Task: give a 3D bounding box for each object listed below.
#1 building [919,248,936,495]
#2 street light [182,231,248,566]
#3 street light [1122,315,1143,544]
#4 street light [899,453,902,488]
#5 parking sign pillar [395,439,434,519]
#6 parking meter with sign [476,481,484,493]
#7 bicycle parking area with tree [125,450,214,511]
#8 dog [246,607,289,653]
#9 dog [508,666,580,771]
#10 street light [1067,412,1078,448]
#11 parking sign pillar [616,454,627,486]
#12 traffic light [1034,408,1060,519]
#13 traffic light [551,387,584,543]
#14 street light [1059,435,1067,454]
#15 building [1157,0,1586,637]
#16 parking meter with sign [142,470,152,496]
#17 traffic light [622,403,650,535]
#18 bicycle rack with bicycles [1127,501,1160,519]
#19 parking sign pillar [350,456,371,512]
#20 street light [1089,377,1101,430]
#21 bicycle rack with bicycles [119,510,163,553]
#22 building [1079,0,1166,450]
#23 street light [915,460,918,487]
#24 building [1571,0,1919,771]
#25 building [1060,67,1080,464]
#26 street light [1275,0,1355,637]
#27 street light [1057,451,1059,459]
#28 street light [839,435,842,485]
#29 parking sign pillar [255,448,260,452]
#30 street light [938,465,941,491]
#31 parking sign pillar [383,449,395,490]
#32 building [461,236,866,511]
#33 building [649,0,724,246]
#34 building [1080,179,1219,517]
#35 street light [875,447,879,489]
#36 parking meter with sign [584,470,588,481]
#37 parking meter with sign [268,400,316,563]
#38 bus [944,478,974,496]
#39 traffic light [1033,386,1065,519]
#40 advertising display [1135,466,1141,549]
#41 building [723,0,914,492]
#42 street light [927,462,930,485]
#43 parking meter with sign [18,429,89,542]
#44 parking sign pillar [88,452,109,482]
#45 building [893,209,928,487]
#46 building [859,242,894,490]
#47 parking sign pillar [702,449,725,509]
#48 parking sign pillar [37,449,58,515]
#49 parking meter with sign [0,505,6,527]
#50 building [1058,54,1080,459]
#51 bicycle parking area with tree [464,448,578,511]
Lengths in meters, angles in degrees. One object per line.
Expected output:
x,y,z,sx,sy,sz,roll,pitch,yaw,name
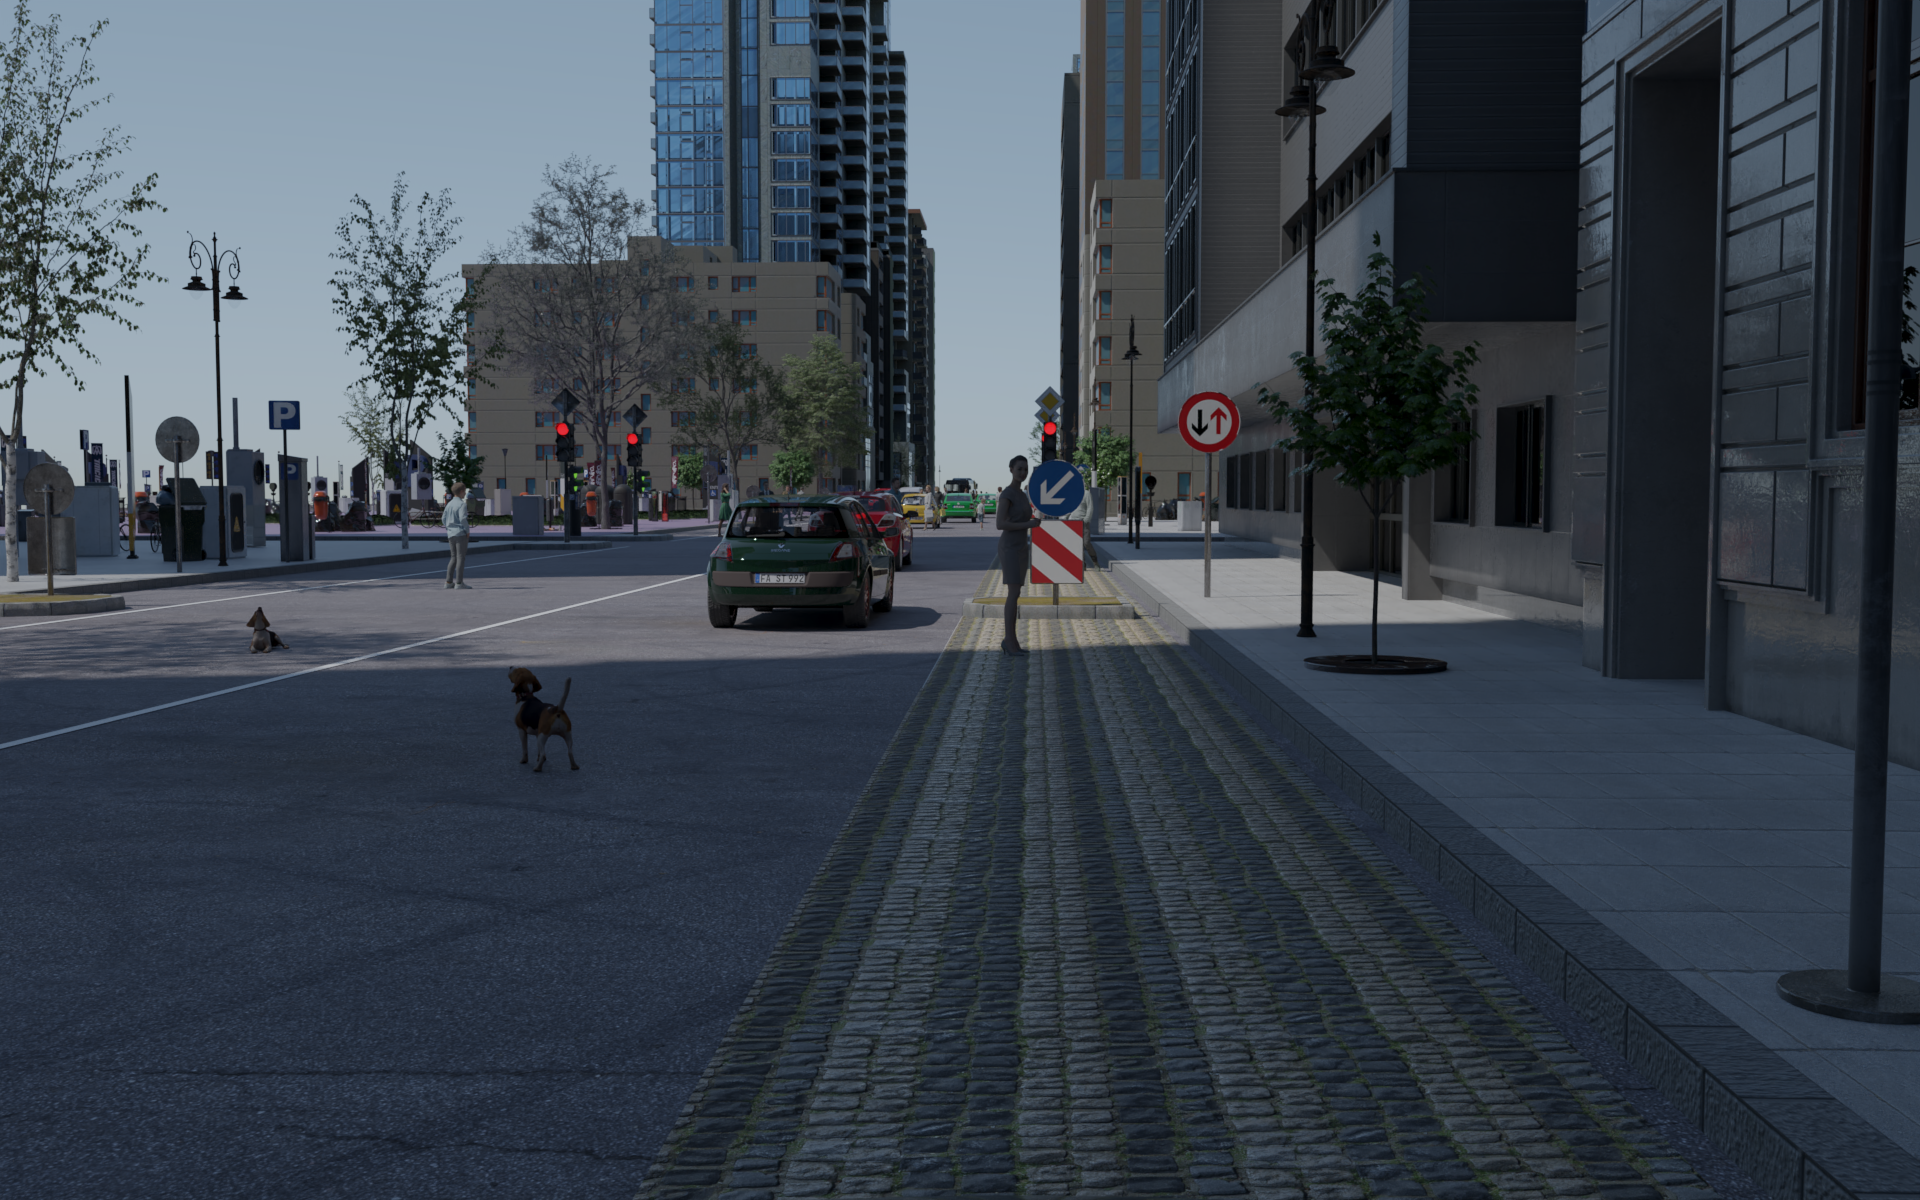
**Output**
-11.381,-36.475,279.959,14.154,41.232,14.086,0,4,2,building
-13.135,-3.542,30.694,0.468,5.910,1.993,0,4,2,street light
4.423,-4.401,44.739,0.468,5.910,1.993,0,4,2,street light
-6.542,-13.362,191.260,0.468,5.910,1.993,0,4,2,street light
-26.539,-5.911,85.110,1.447,3.967,1.447,1,4,23,parking sign pillar
-28.456,-6.482,102.247,0.543,3.016,1.738,-3,5,-41,parking meter with sign
-50.605,-7.847,115.304,9.016,4.147,8.231,-2,4,-30,bicycle parking area with tree
-6.332,0.260,15.948,0.550,0.427,0.748,2,4,29,dog
-2.203,0.623,9.098,0.540,0.507,0.406,1,4,13,dog
6.479,-7.668,98.165,0.468,5.910,1.993,0,4,2,street light
-22.786,-7.843,116.711,1.447,3.967,1.447,0,4,2,parking sign pillar
2.650,-3.929,53.166,0.839,4.253,0.868,0,4,2,traffic light
-10.375,-3.472,45.685,0.839,4.253,0.868,0,4,2,traffic light
7.730,-9.465,127.543,0.468,5.910,1.993,0,4,2,street light
11.480,-12.807,28.464,14.314,24.678,30.058,0,4,2,building
-59.426,-7.985,126.810,0.543,3.016,1.738,-1,4,-18,parking meter with sign
-10.051,-3.960,53.664,0.839,4.253,0.868,0,4,2,traffic light
9.124,-4.601,88.604,2.852,0.926,2.925,2,4,30,bicycle rack with bicycles
-42.444,-8.195,122.457,1.447,3.967,1.447,3,4,38,parking sign pillar
5.300,-5.837,68.223,0.468,5.910,1.993,0,4,2,street light
-18.047,-1.528,38.372,2.852,0.926,2.925,0,4,-3,bicycle rack with bicycles
17.400,-30.524,149.177,14.600,45.320,14.200,0,4,2,building
-5.514,-14.726,213.557,0.468,5.910,1.993,0,4,2,street light
9.193,-10.162,2.311,11.583,22.565,21.152,0,4,2,building
21.917,-34.720,191.371,21.300,48.544,21.600,0,4,2,building
3.116,-2.606,15.396,0.468,5.910,1.993,0,4,2,street light
8.429,-10.506,144.563,0.468,5.910,1.993,0,4,2,street light
-9.027,-9.686,131.156,0.468,5.910,1.993,0,4,2,street light
-41.602,-6.906,101.377,1.447,3.967,1.447,-1,4,-20,parking sign pillar
-3.189,-18.315,272.242,0.468,5.910,1.993,0,4,2,street light
-33.853,-7.049,103.718,1.447,3.967,1.447,2,4,33,parking sign pillar
-22.992,-18.298,144.205,27.650,21.520,28.899,0,4,2,building
-19.252,-52.583,172.401,22.319,86.520,31.000,0,4,2,building
21.853,-16.170,109.420,27.650,21.520,28.899,0,4,2,building
-7.732,-11.548,161.592,0.468,5.910,1.993,0,4,2,street light
-25.961,-7.800,123.789,1.738,3.016,0.543,-3,5,-43,parking meter with sign
-12.725,-2.255,33.130,0.543,3.016,1.738,-1,4,-10,parking meter with sign
-0.020,-12.057,191.984,2.948,3.499,13.247,0,4,3,bus
2.327,-3.441,45.188,0.839,4.253,0.868,0,4,2,traffic light
4.177,-2.171,40.709,0.123,1.923,0.974,0,4,4,advertising display
-16.853,-55.949,227.442,22.319,86.520,31.000,0,4,2,building
-4.434,-16.521,242.903,0.468,5.910,1.993,0,4,2,street light
-24.490,-3.088,46.750,1.738,3.016,0.543,-1,4,-11,parking meter with sign
-52.897,-7.200,106.184,1.447,3.967,1.447,2,4,31,parking sign pillar
-16.295,-36.940,258.596,22.147,44.769,28.867,0,4,2,building
-15.066,-25.980,196.472,14.160,30.474,14.107,0,4,2,building
-14.540,-6.965,102.343,1.447,3.967,1.447,0,4,8,parking sign pillar
-54.660,-7.056,103.837,1.447,3.967,1.447,2,4,26,parking sign pillar
-37.918,-4.353,67.427,0.543,3.016,1.738,1,4,9,parking meter with sign
24.834,-57.078,245.900,22.319,86.520,31.000,0,4,2,building
-26.299,-7.399,107.978,8.231,4.147,9.016,2,4,35,bicycle parking area with tree
